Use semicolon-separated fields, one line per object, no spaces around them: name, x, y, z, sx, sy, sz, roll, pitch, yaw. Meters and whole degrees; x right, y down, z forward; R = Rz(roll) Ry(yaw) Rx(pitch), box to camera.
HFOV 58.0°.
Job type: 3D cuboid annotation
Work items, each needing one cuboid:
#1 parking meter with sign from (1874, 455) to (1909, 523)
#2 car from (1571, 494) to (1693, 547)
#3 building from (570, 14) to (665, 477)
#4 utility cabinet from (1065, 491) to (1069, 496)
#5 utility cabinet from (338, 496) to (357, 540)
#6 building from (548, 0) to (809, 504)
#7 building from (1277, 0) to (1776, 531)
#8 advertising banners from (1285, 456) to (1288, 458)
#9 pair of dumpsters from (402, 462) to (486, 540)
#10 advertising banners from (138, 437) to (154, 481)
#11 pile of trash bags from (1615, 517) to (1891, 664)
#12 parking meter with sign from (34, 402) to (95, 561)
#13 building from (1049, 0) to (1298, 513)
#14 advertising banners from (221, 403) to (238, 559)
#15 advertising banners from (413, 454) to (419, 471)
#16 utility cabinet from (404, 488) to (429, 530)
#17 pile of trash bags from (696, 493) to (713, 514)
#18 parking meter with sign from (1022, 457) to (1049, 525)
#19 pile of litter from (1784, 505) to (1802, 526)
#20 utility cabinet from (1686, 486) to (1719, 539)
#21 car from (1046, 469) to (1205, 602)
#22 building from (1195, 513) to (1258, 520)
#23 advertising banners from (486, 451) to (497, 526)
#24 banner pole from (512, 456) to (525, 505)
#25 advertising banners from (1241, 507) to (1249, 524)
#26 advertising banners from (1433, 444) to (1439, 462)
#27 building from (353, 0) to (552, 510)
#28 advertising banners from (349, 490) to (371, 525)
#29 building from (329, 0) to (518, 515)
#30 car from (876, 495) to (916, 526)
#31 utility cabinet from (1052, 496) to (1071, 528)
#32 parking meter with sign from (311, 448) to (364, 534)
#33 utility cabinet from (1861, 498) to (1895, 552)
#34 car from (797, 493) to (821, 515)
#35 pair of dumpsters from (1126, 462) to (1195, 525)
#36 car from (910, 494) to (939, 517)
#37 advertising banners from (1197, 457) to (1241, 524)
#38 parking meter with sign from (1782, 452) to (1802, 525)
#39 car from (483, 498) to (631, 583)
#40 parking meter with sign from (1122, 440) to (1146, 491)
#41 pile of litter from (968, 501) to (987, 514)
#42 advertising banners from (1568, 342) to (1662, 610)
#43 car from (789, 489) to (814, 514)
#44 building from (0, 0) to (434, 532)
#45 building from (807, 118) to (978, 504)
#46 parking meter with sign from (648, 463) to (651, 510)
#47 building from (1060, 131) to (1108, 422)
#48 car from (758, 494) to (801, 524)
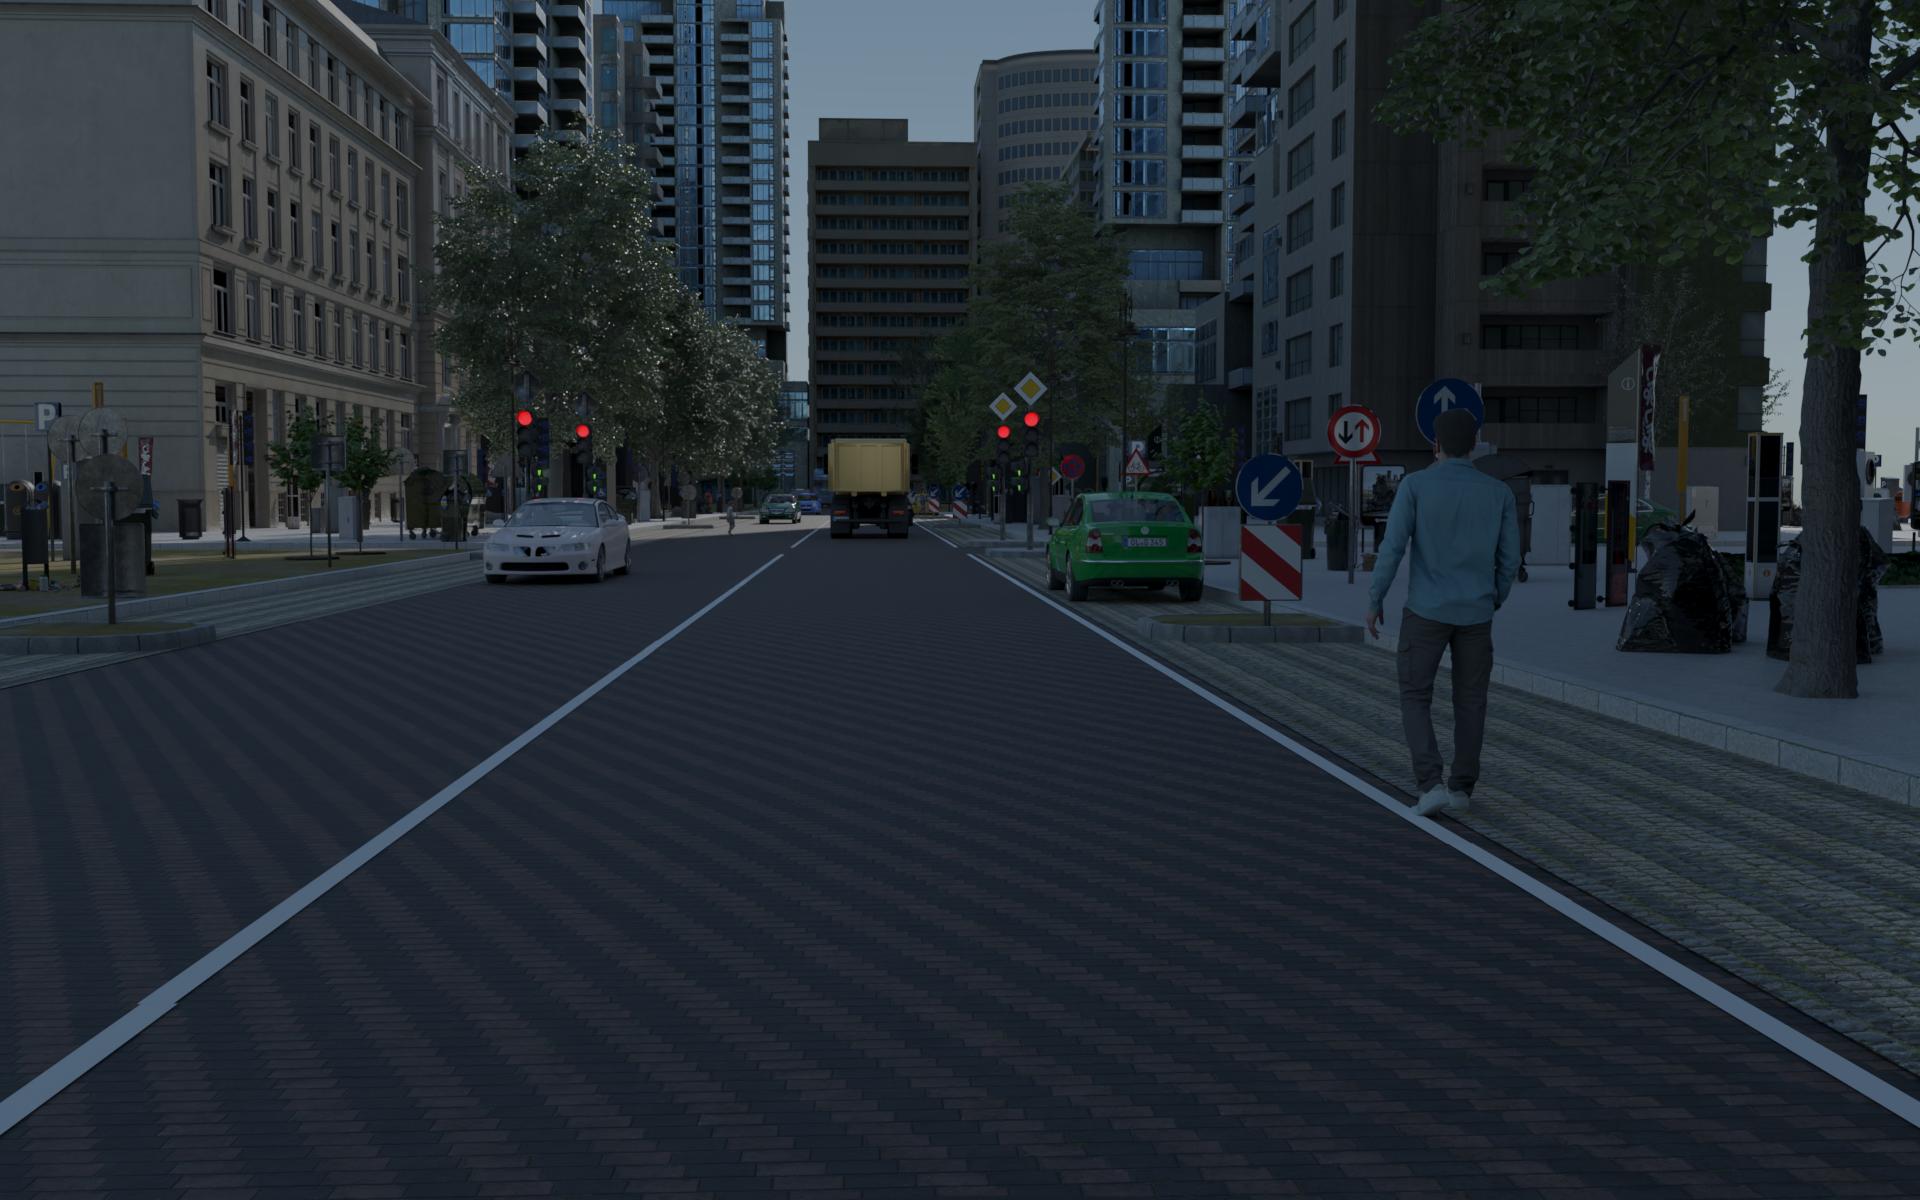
parking meter with sign;41.310;-4.932;76.893;1.738;3.016;0.543;-1;4;-16
car;16.325;-2.016;44.752;4.920;1.459;2.131;0;4;-4
building;-45.597;-33.892;173.744;30.456;49.044;23.786;0;4;-3
utility cabinet;6.499;-6.386;113.085;1.173;1.500;0.318;1;4;11
utility cabinet;-17.255;-2.315;49.008;0.306;1.237;1.020;-3;5;-42
building;-35.250;-55.797;224.946;31.000;86.520;22.319;0;4;-3
building;20.473;-17.956;65.290;14.107;30.474;14.160;0;4;-3
advertising banners;14.559;-4.777;74.286;2.074;3.025;0.090;1;4;17
pair of dumpsters;-14.972;-2.921;50.254;1.574;2.255;4.437;0;4;-3
advertising banners;-25.703;-3.493;53.305;2.074;3.025;0.090;1;4;11
pile of trash bags;6.961;-0.242;13.705;1.912;1.369;3.447;-3;5;-42
parking meter with sign;-17.092;-2.293;33.748;0.543;3.016;1.738;1;4;15
building;19.865;-51.067;147.622;22.319;86.520;31.000;0;4;-3
advertising banners;-14.487;-2.335;34.368;0.090;3.025;2.074;-2;4;-30
advertising banners;-23.403;-4.886;76.081;0.090;3.025;2.074;1;4;23
utility cabinet;-19.139;-3.202;61.029;0.318;1.500;1.173;1;4;11
pile of trash bags;-16.880;-6.277;112.379;1.912;1.369;3.447;1;4;15
parking meter with sign;3.345;-4.643;72.180;0.543;3.016;1.738;-3;4;-36
pile of litter;33.676;-3.386;69.322;1.176;0.858;1.719;1;4;9
utility cabinet;20.740;-2.436;48.504;1.173;1.500;0.318;-2;4;-31
car;2.249;-0.952;24.362;1.959;1.807;4.718;0;4;-3
building;23.569;-47.836;94.793;22.319;86.520;31.000;0;4;-3
advertising banners;-19.632;-4.521;70.111;2.074;3.025;0.090;1;4;12
banner pole;-21.580;-5.772;84.391;0.863;3.779;0.401;-2;4;-32
advertising banners;10.183;-4.256;65.780;2.074;3.025;0.090;-2;4;-33
advertising banners;15.083;-3.402;51.813;2.074;3.025;0.090;3;4;37
building;-39.879;-50.301;135.098;22.319;86.520;31.000;0;4;-3
advertising banners;-24.625;-4.498;69.737;0.090;3.025;2.074;2;4;33
building;-33.238;-19.005;96.639;13.634;28.700;20.117;0;4;-3
car;-3.016;-4.243;79.167;2.009;1.686;4.222;0;4;-3
utility cabinet;3.841;-3.380;66.419;1.020;1.237;0.306;0;4;5
parking meter with sign;-20.321;-3.680;56.428;1.738;3.016;0.543;0;4;6
utility cabinet;15.126;-1.090;28.982;0.306;1.237;1.020;-1;4;-11
car;-10.500;-6.710;119.297;1.945;1.707;3.694;0;4;-2
pair of dumpsters;6.108;-3.046;52.290;1.574;2.255;4.437;0;4;-3
car;-2.262;-5.987;108.107;2.015;1.641;3.980;0;4;-5
advertising banners;7.657;-3.425;52.189;0.090;3.025;2.074;-2;4;-31
parking meter with sign;33.889;-4.590;71.300;0.543;3.016;1.738;-3;5;-40
car;-6.761;-1.045;29.443;2.083;1.381;4.827;0;4;-2
parking meter with sign;5.470;-3.634;55.676;0.543;3.016;1.738;1;4;23
pile of litter;0.984;-5.969;111.550;1.719;0.858;1.176;0;4;-1
advertising banners;7.474;-1.436;19.672;2.074;3.025;0.090;-3;5;-43
car;-11.830;-7.315;128.268;2.281;1.827;5.304;0;4;-5
building;-33.528;-14.583;71.722;16.112;22.955;30.059;0;4;-3
building;-8.951;-36.889;226.828;21.600;48.544;21.300;0;4;-3
parking meter with sign;-17.401;-6.158;96.937;0.543;3.016;1.738;0;4;5
building;23.716;-29.677;177.108;32.217;40.220;23.993;0;4;-3
car;-8.791;-4.465;84.803;2.131;1.459;4.920;0;4;-2
